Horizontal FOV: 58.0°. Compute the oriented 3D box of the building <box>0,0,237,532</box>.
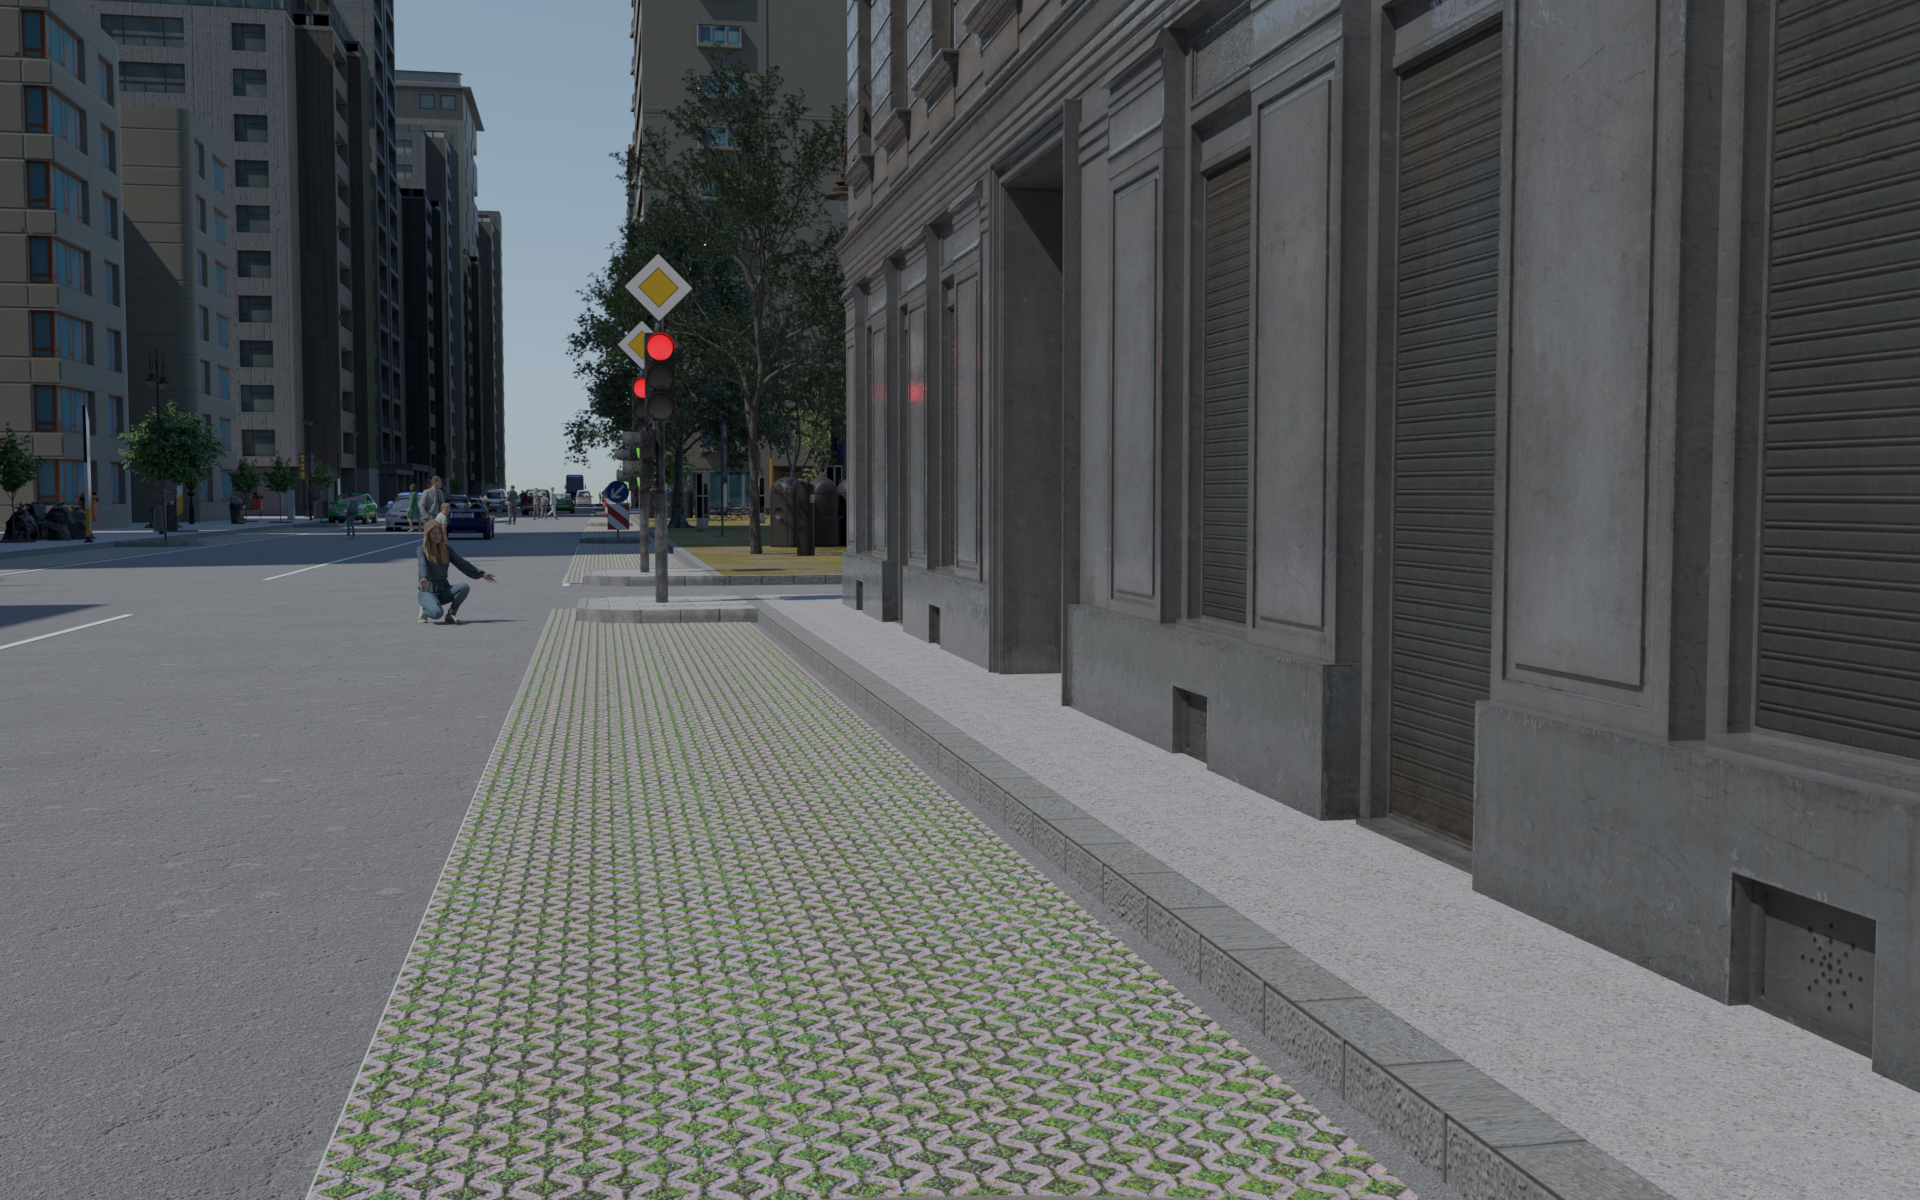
[{"bbox_3d":[-46.999,-13.747,69.795,27.650,21.520,28.899,-1,4,-12],"label":"building"}]

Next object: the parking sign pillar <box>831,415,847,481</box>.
[{"bbox_3d":[-3.860,-4.297,58.720,1.447,3.967,1.447,2,4,28],"label":"parking sign pillar"}]

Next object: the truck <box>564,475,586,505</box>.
[{"bbox_3d":[-51.856,-14.842,232.420,2.967,4.110,18.799,-1,4,-11],"label":"truck"}]

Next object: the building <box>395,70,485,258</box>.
[{"bbox_3d":[-75.275,-38.503,218.758,28.713,52.752,27.495,-1,4,-12],"label":"building"}]

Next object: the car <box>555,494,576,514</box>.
[{"bbox_3d":[-29.185,-7.229,126.983,1.959,1.807,4.718,-1,4,-11],"label":"car"}]

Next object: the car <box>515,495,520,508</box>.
[{"bbox_3d":[-43.479,-9.766,172.034,2.083,1.381,4.827,-1,4,-11],"label":"car"}]

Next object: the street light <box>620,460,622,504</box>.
[{"bbox_3d":[-38.745,-13.866,199.494,0.468,5.910,1.993,-1,4,-12],"label":"street light"}]

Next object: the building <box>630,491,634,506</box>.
[{"bbox_3d":[-30.044,-25.839,194.173,14.160,30.474,14.107,-1,4,-12],"label":"building"}]

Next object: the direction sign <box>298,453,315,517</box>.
[{"bbox_3d":[-35.990,-6.328,95.465,0.876,3.537,0.379,0,4,0],"label":"direction sign"}]

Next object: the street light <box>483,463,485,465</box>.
[{"bbox_3d":[-58.089,-14.573,211.056,0.468,5.910,1.993,-1,4,-12],"label":"street light"}]

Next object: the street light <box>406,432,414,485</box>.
[{"bbox_3d":[-41.119,-9.602,129.776,0.468,5.910,1.993,-1,4,-12],"label":"street light"}]

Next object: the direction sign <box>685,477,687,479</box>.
[{"bbox_3d":[-14.170,-5.815,87.071,0.876,3.537,0.379,-2,4,-24],"label":"direction sign"}]

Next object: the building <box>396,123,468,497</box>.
[{"bbox_3d":[-60.881,-30.703,185.583,14.154,41.232,14.086,-1,4,-12],"label":"building"}]

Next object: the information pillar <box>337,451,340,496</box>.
[{"bbox_3d":[-33.925,-6.317,94.632,0.183,3.616,0.504,-1,4,-17],"label":"information pillar"}]

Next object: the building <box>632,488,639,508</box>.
[{"bbox_3d":[-15.462,-29.112,167.854,32.217,40.220,23.993,-1,4,-12],"label":"building"}]

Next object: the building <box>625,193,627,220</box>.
[{"bbox_3d":[-30.169,-34.316,215.696,22.147,44.769,28.867,-1,4,-12],"label":"building"}]

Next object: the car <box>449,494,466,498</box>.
[{"bbox_3d":[-30.971,-5.755,106.095,2.014,1.417,4.499,-1,4,-10],"label":"car"}]

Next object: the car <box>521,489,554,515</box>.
[{"bbox_3d":[-29.089,-6.771,119.380,2.281,1.827,5.304,-1,4,-11],"label":"car"}]

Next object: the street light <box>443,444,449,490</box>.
[{"bbox_3d":[-47.221,-11.394,159.085,0.468,5.910,1.993,-1,4,-12],"label":"street light"}]

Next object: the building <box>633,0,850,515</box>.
[{"bbox_3d":[-10.506,-30.044,114.926,21.300,48.544,21.600,-1,4,-12],"label":"building"}]

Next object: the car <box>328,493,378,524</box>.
[{"bbox_3d":[-28.969,-4.519,82.677,1.959,1.807,4.718,-1,4,-10],"label":"car"}]

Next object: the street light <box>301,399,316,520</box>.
[{"bbox_3d":[-31.589,-6.808,84.100,0.468,5.910,1.993,-1,4,-12],"label":"street light"}]

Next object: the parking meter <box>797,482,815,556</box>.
[{"bbox_3d":[-3.205,-1.686,35.982,0.372,1.533,0.369,0,3,0],"label":"parking meter"}]

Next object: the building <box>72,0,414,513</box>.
[{"bbox_3d":[-55.880,-26.247,121.024,32.217,40.220,23.993,-1,4,-12],"label":"building"}]

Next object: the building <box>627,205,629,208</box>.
[{"bbox_3d":[-35.539,-38.268,245.288,23.786,49.044,30.456,-1,4,-12],"label":"building"}]

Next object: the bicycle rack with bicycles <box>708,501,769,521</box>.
[{"bbox_3d":[-11.159,-4.363,84.721,2.925,0.926,2.852,1,4,21],"label":"bicycle rack with bicycles"}]

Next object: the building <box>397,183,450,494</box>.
[{"bbox_3d":[-55.794,-23.857,161.769,14.160,30.474,14.107,-1,4,-12],"label":"building"}]

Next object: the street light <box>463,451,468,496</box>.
[{"bbox_3d":[-51.951,-12.786,181.836,0.468,5.910,1.993,-1,4,-12],"label":"street light"}]

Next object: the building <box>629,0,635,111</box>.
[{"bbox_3d":[-15.200,-29.697,140.175,22.147,44.769,28.867,-1,4,-12],"label":"building"}]

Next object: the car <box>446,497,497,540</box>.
[{"bbox_3d":[-15.858,-2.626,55.518,1.945,1.354,3.894,-1,4,-13],"label":"car"}]

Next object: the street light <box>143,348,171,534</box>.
[{"bbox_3d":[-25.367,-5.019,54.849,0.468,5.910,1.993,-1,4,-12],"label":"street light"}]

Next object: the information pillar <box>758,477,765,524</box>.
[{"bbox_3d":[-8.664,-4.330,75.282,0.304,2.012,0.304,-2,4,-30],"label":"information pillar"}]

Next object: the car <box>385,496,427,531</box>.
[{"bbox_3d":[-21.550,-3.429,68.429,2.083,1.381,4.827,-1,4,-12],"label":"car"}]

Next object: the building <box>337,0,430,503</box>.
[{"bbox_3d":[-55.451,-43.098,142.902,20.563,71.187,20.611,-1,4,-12],"label":"building"}]

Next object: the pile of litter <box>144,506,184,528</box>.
[{"bbox_3d":[-30.141,-3.142,65.336,1.719,0.858,1.176,2,4,26],"label":"pile of litter"}]

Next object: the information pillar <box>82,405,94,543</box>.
[{"bbox_3d":[-23.088,-3.331,45.824,0.183,3.616,0.504,-1,4,-18],"label":"information pillar"}]

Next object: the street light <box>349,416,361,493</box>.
[{"bbox_3d":[-35.021,-7.807,100.427,0.468,5.910,1.993,-1,4,-12],"label":"street light"}]

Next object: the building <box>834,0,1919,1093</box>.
[{"bbox_3d":[5.027,-9.947,11.781,9.793,20.994,18.267,-1,4,-12],"label":"building"}]

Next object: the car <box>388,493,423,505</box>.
[{"bbox_3d":[-24.052,-4.063,76.029,1.945,1.707,3.694,-1,4,-13],"label":"car"}]

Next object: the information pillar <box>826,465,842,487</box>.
[{"bbox_3d":[-3.236,-2.451,44.572,0.304,2.012,0.304,3,5,39],"label":"information pillar"}]

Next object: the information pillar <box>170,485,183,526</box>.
[{"bbox_3d":[-31.315,-4.757,69.135,0.183,3.616,0.504,3,5,42],"label":"information pillar"}]

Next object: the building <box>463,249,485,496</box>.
[{"bbox_3d":[-63.034,-26.237,200.682,14.160,30.474,14.107,-1,4,-12],"label":"building"}]

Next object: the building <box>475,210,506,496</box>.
[{"bbox_3d":[-71.321,-34.149,241.922,14.154,41.232,14.086,-1,4,-12],"label":"building"}]

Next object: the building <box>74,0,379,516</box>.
[{"bbox_3d":[-43.420,-20.331,104.112,14.160,30.474,14.107,-1,4,-12],"label":"building"}]

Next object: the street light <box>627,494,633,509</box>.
[{"bbox_3d":[-27.962,-10.682,147.444,0.468,5.910,1.993,-1,4,-12],"label":"street light"}]

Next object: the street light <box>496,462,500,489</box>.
[{"bbox_3d":[-64.047,-16.365,240.349,0.468,5.910,1.993,-1,4,-12],"label":"street light"}]

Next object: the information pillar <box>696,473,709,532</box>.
[{"bbox_3d":[-8.821,-3.352,59.290,0.304,2.012,0.304,2,4,31],"label":"information pillar"}]

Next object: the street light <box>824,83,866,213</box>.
[{"bbox_3d":[-1.239,-2.890,20.040,0.468,5.910,1.993,-1,4,-12],"label":"street light"}]

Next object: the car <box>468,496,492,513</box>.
[{"bbox_3d":[-32.902,-6.443,117.916,1.945,1.354,3.894,-1,4,-11],"label":"car"}]
